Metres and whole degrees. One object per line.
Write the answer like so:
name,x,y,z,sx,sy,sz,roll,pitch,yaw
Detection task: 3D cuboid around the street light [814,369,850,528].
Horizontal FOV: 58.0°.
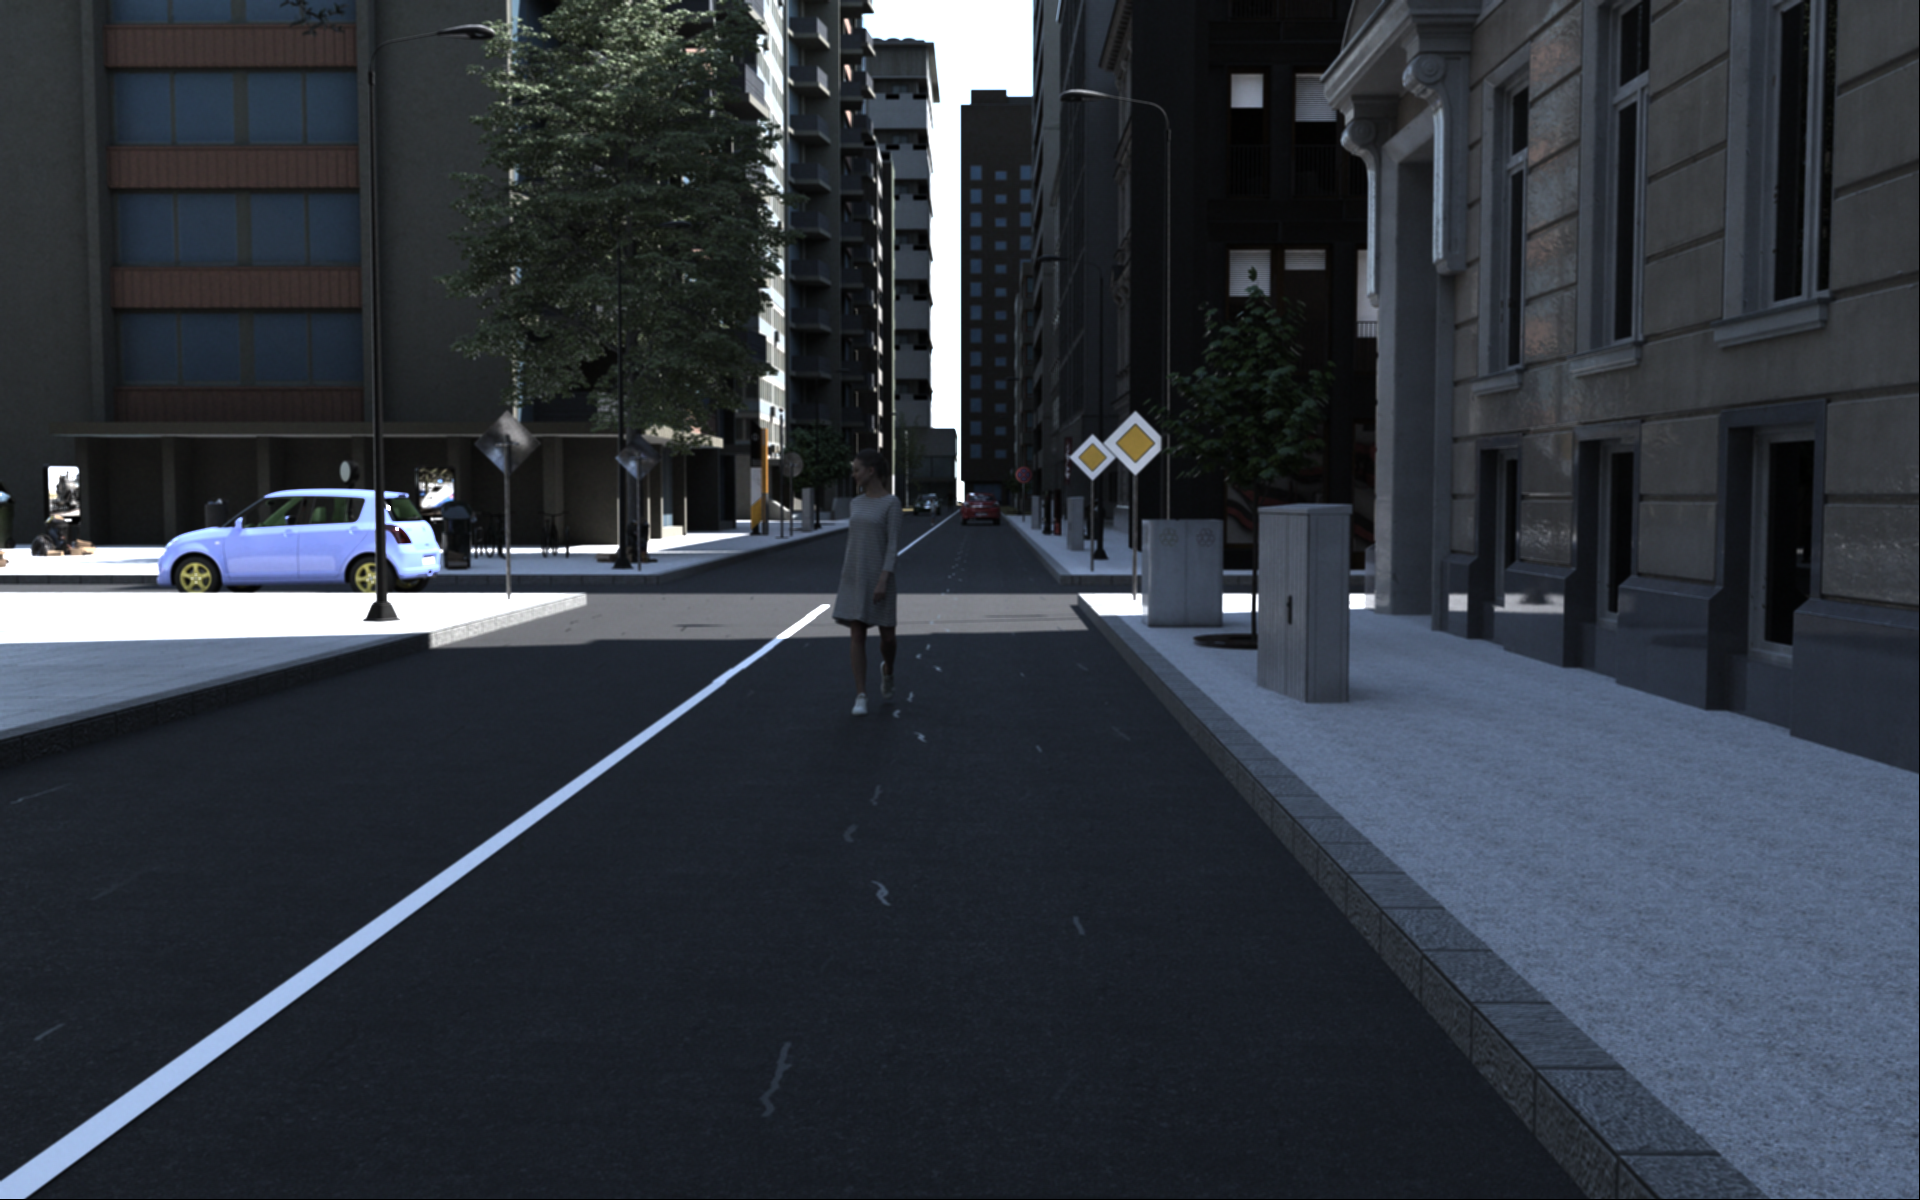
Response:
street light,-4.787,-5.628,64.563,1.470,5.913,1.316,0,4,1

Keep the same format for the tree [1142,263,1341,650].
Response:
tree,2.375,-1.229,14.696,1.663,3.219,1.824,0,3,0

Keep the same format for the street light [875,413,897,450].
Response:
street light,-4.314,-7.756,99.357,1.470,5.913,1.316,0,4,1

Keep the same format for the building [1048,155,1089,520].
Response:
building,10.037,-15.015,94.654,9.793,20.994,18.267,0,4,1

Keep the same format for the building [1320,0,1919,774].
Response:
building,10.633,-13.632,8.782,13.634,28.700,20.117,0,4,1

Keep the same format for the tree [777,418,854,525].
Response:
tree,-6.016,-5.464,73.051,4.285,4.588,4.351,0,3,0

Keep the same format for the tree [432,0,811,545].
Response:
tree,-6.934,-7.207,35.967,7.486,12.596,7.792,0,3,0

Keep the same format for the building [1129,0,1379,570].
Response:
building,11.867,-12.528,34.512,15.834,23.373,12.332,0,4,1

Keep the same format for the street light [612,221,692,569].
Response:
street light,-5.259,-3.489,29.583,1.470,5.913,1.316,0,4,1

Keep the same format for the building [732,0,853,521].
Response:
building,-22.034,-24.301,89.204,32.217,40.220,23.993,0,4,1

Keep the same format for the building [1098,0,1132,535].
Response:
building,10.013,-11.425,51.429,10.561,19.102,19.286,0,4,1

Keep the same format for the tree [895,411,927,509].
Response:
tree,-4.634,-12.345,152.205,4.737,8.622,4.395,0,3,0

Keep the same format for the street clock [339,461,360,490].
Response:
street clock,-13.201,-2.014,37.501,0.471,2.002,0.358,3,5,41

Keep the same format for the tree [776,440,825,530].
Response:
tree,-5.546,-4.105,61.714,1.663,3.219,1.824,0,3,0

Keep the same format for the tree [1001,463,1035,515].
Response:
tree,3.860,-7.584,118.594,1.663,3.219,1.824,0,3,0

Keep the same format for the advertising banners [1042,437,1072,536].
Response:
advertising banners,3.024,-3.521,53.758,0.090,3.025,2.074,-1,4,-22

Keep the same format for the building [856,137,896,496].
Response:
building,-12.612,-22.526,139.994,14.160,30.474,14.107,0,4,1

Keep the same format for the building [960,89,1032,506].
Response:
building,7.195,-33.328,195.025,14.200,45.320,14.600,0,4,1

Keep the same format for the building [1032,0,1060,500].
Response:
building,15.939,-30.202,117.508,21.300,48.544,21.600,0,4,1

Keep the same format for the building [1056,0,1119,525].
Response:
building,11.669,-17.079,72.755,14.314,27.812,24.014,0,4,1

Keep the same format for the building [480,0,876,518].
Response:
building,-17.266,-28.351,118.167,22.147,44.769,28.867,0,4,1

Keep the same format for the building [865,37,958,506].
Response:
building,-14.132,-37.489,202.187,27.495,52.752,28.713,0,4,1

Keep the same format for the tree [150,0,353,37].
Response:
tree,-6.872,-6.065,9.533,12.009,13.543,11.850,0,3,0

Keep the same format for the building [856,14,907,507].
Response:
building,-21.099,-52.185,165.904,31.000,86.520,22.319,0,4,1

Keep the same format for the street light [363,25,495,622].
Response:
street light,-5.308,-2.740,17.334,1.470,5.913,1.316,0,4,1

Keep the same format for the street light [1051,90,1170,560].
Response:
street light,1.845,-2.908,20.085,1.470,5.913,1.316,0,4,1

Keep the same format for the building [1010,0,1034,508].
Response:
building,15.259,-44.585,167.219,20.563,71.187,20.611,0,4,1

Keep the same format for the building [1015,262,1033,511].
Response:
building,18.639,-18.255,143.504,27.650,21.520,28.899,0,4,1

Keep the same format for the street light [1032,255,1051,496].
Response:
street light,2.207,-3.750,33.850,1.470,5.913,1.316,0,4,1

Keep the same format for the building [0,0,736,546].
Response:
building,-18.018,-24.466,54.646,22.147,44.769,28.867,0,4,1

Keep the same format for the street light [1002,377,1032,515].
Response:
street light,2.519,-5.906,69.097,1.470,5.913,1.316,0,4,1
